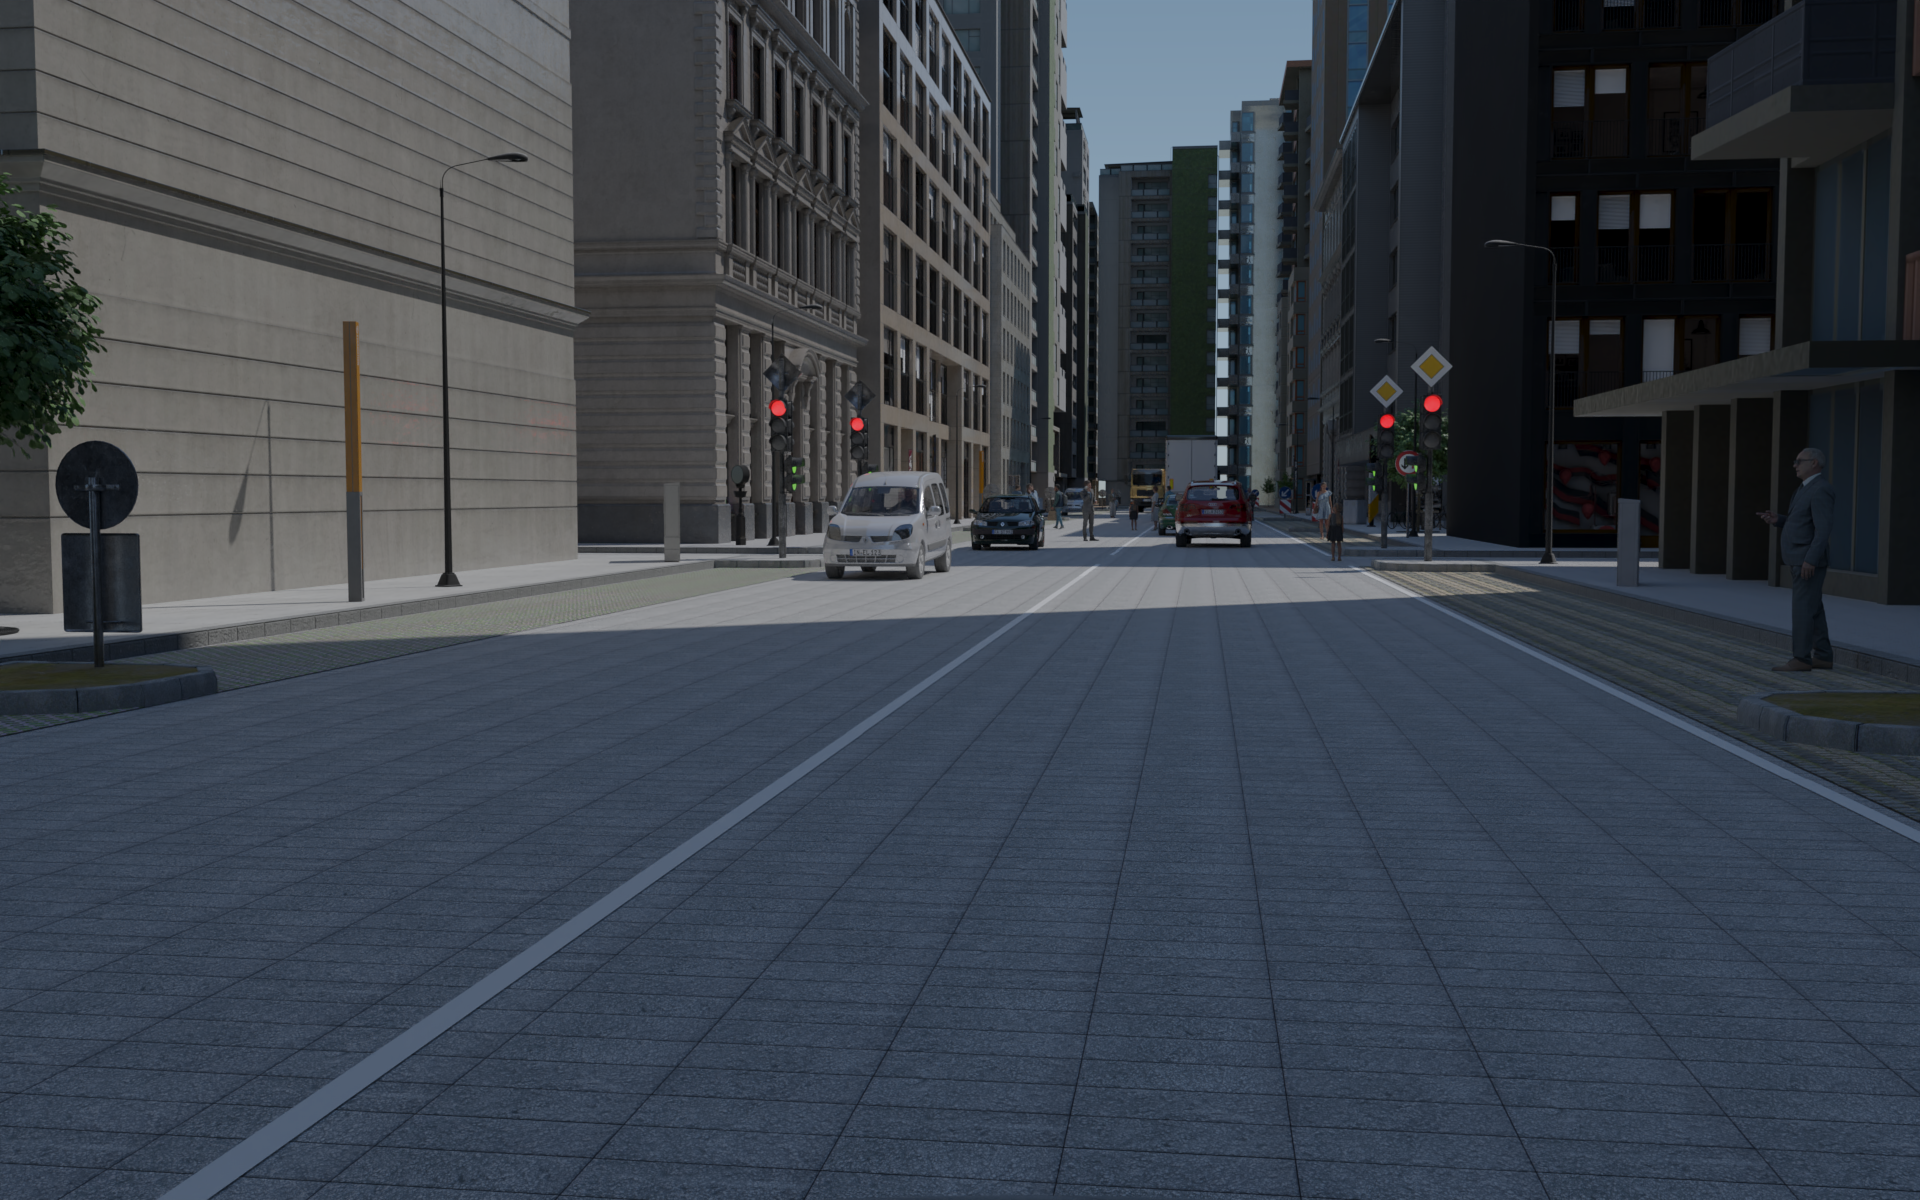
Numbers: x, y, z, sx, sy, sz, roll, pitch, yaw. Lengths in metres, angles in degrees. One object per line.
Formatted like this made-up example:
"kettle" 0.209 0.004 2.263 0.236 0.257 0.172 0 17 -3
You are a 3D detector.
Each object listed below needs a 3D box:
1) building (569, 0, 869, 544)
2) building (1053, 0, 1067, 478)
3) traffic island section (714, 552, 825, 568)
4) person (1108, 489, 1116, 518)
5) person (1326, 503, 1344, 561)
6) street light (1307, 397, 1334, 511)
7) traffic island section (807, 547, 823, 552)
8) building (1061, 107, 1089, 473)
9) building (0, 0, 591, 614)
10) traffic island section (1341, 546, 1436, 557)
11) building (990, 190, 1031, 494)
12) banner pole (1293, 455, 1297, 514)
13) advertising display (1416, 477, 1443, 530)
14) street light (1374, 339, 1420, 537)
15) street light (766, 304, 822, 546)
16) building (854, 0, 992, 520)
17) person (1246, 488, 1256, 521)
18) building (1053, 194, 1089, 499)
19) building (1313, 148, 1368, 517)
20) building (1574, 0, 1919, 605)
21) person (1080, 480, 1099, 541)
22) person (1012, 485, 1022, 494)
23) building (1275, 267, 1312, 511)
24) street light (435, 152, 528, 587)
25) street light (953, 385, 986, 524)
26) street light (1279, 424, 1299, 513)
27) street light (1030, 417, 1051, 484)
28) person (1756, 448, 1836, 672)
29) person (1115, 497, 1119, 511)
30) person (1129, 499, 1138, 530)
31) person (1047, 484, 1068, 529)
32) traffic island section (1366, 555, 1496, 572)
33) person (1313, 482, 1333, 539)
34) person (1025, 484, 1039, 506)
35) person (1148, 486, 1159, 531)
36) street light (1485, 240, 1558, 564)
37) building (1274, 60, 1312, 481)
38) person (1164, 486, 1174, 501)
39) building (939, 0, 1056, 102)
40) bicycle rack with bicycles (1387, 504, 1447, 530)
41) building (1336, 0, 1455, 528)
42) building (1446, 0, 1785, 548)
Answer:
"building" -9.694 -13.750 53.687 11.050 23.489 19.941 0 4 8
"building" -5.233 -34.056 146.052 28.713 52.752 27.495 0 4 8
"traffic island section" -3.578 -0.763 34.752 2.009 0.180 2.903 0 4 8
"person" 9.046 -5.723 102.617 0.519 1.759 0.362 -3 5 -42
"person" 7.999 -1.453 36.928 0.362 1.253 0.373 0 4 5
"street light" 17.336 -6.763 83.122 1.470 5.913 1.316 0 4 8
"traffic island section" -2.481 -1.247 42.662 2.009 0.180 2.903 0 4 8
"building" 6.676 -30.738 186.159 14.086 41.232 14.154 0 4 8
"building" -29.830 -15.406 28.302 44.131 29.872 17.030 0 4 8
"traffic island section" 10.040 -1.140 40.927 2.009 0.180 2.903 0 4 8
"building" -1.645 -15.421 106.887 10.420 20.320 16.860 0 4 8
"banner pole" 21.512 -7.414 111.231 0.401 3.779 0.863 0 4 -7
"advertising display" 16.649 -3.449 61.600 0.974 1.923 0.123 1 4 21
"street light" 13.093 -4.856 51.944 1.470 5.913 1.316 0 4 8
"street light" -4.069 -4.287 42.637 1.470 5.913 1.316 0 4 8
"building" -10.136 -16.971 81.988 19.350 26.468 34.151 0 4 8
"person" 15.484 -5.111 92.468 0.661 1.777 0.834 0 4 -7
"building" 4.866 -24.151 166.574 14.160 30.474 14.107 0 4 8
"building" 27.351 -16.821 103.903 11.050 23.489 19.941 0 4 8
"building" 19.894 -22.034 14.888 22.147 44.769 28.867 0 4 8
"person" 3.971 -2.715 52.698 0.655 1.846 0.447 -3 5 -42
"person" 2.407 -3.969 73.421 0.581 1.822 0.654 2 4 34
"building" 41.081 -18.326 144.673 27.650 21.520 28.899 0 4 8
"street light" -6.559 -3.134 23.777 1.470 5.913 1.316 0 4 8
"street light" 0.406 -6.192 73.782 1.470 5.913 1.316 0 4 8
"street light" 21.741 -8.681 114.470 1.470 5.913 1.316 0 4 8
"street light" 4.805 -8.098 104.938 1.470 5.913 1.316 0 4 8
"person" 6.790 -0.328 14.036 0.590 1.801 0.661 1 4 14
"person" 10.467 -6.313 116.393 0.352 1.250 0.332 -1 4 -15
"person" 6.844 -3.369 68.249 0.362 1.253 0.373 1 4 10
"person" 3.933 -3.761 69.980 0.713 1.824 0.794 3 5 39
"traffic island section" 8.943 -0.657 33.018 2.009 0.180 2.903 0 4 8
"person" 11.436 -2.813 54.582 0.616 1.811 0.778 2 4 23
"person" 2.479 -3.106 59.551 0.793 1.790 0.793 1 4 15
"person" 7.570 -3.597 67.876 0.524 1.755 0.480 1 4 21
"street light" 10.299 -3.624 31.796 1.470 5.913 1.316 0 4 8
"building" 42.996 -31.700 172.920 22.147 44.769 28.867 0 4 8
"person" 9.693 -4.368 79.940 0.660 1.820 0.620 -3 5 -44
"building" -0.718 -26.987 124.831 14.154 41.232 14.086 0 4 8
"bicycle rack with bicycles" 16.921 -3.058 63.373 2.925 0.926 2.852 -1 4 -18
"building" 25.468 -15.855 78.290 14.314 24.678 30.058 0 4 8
"building" 21.978 -13.201 45.517 15.834 23.373 12.332 0 4 8
